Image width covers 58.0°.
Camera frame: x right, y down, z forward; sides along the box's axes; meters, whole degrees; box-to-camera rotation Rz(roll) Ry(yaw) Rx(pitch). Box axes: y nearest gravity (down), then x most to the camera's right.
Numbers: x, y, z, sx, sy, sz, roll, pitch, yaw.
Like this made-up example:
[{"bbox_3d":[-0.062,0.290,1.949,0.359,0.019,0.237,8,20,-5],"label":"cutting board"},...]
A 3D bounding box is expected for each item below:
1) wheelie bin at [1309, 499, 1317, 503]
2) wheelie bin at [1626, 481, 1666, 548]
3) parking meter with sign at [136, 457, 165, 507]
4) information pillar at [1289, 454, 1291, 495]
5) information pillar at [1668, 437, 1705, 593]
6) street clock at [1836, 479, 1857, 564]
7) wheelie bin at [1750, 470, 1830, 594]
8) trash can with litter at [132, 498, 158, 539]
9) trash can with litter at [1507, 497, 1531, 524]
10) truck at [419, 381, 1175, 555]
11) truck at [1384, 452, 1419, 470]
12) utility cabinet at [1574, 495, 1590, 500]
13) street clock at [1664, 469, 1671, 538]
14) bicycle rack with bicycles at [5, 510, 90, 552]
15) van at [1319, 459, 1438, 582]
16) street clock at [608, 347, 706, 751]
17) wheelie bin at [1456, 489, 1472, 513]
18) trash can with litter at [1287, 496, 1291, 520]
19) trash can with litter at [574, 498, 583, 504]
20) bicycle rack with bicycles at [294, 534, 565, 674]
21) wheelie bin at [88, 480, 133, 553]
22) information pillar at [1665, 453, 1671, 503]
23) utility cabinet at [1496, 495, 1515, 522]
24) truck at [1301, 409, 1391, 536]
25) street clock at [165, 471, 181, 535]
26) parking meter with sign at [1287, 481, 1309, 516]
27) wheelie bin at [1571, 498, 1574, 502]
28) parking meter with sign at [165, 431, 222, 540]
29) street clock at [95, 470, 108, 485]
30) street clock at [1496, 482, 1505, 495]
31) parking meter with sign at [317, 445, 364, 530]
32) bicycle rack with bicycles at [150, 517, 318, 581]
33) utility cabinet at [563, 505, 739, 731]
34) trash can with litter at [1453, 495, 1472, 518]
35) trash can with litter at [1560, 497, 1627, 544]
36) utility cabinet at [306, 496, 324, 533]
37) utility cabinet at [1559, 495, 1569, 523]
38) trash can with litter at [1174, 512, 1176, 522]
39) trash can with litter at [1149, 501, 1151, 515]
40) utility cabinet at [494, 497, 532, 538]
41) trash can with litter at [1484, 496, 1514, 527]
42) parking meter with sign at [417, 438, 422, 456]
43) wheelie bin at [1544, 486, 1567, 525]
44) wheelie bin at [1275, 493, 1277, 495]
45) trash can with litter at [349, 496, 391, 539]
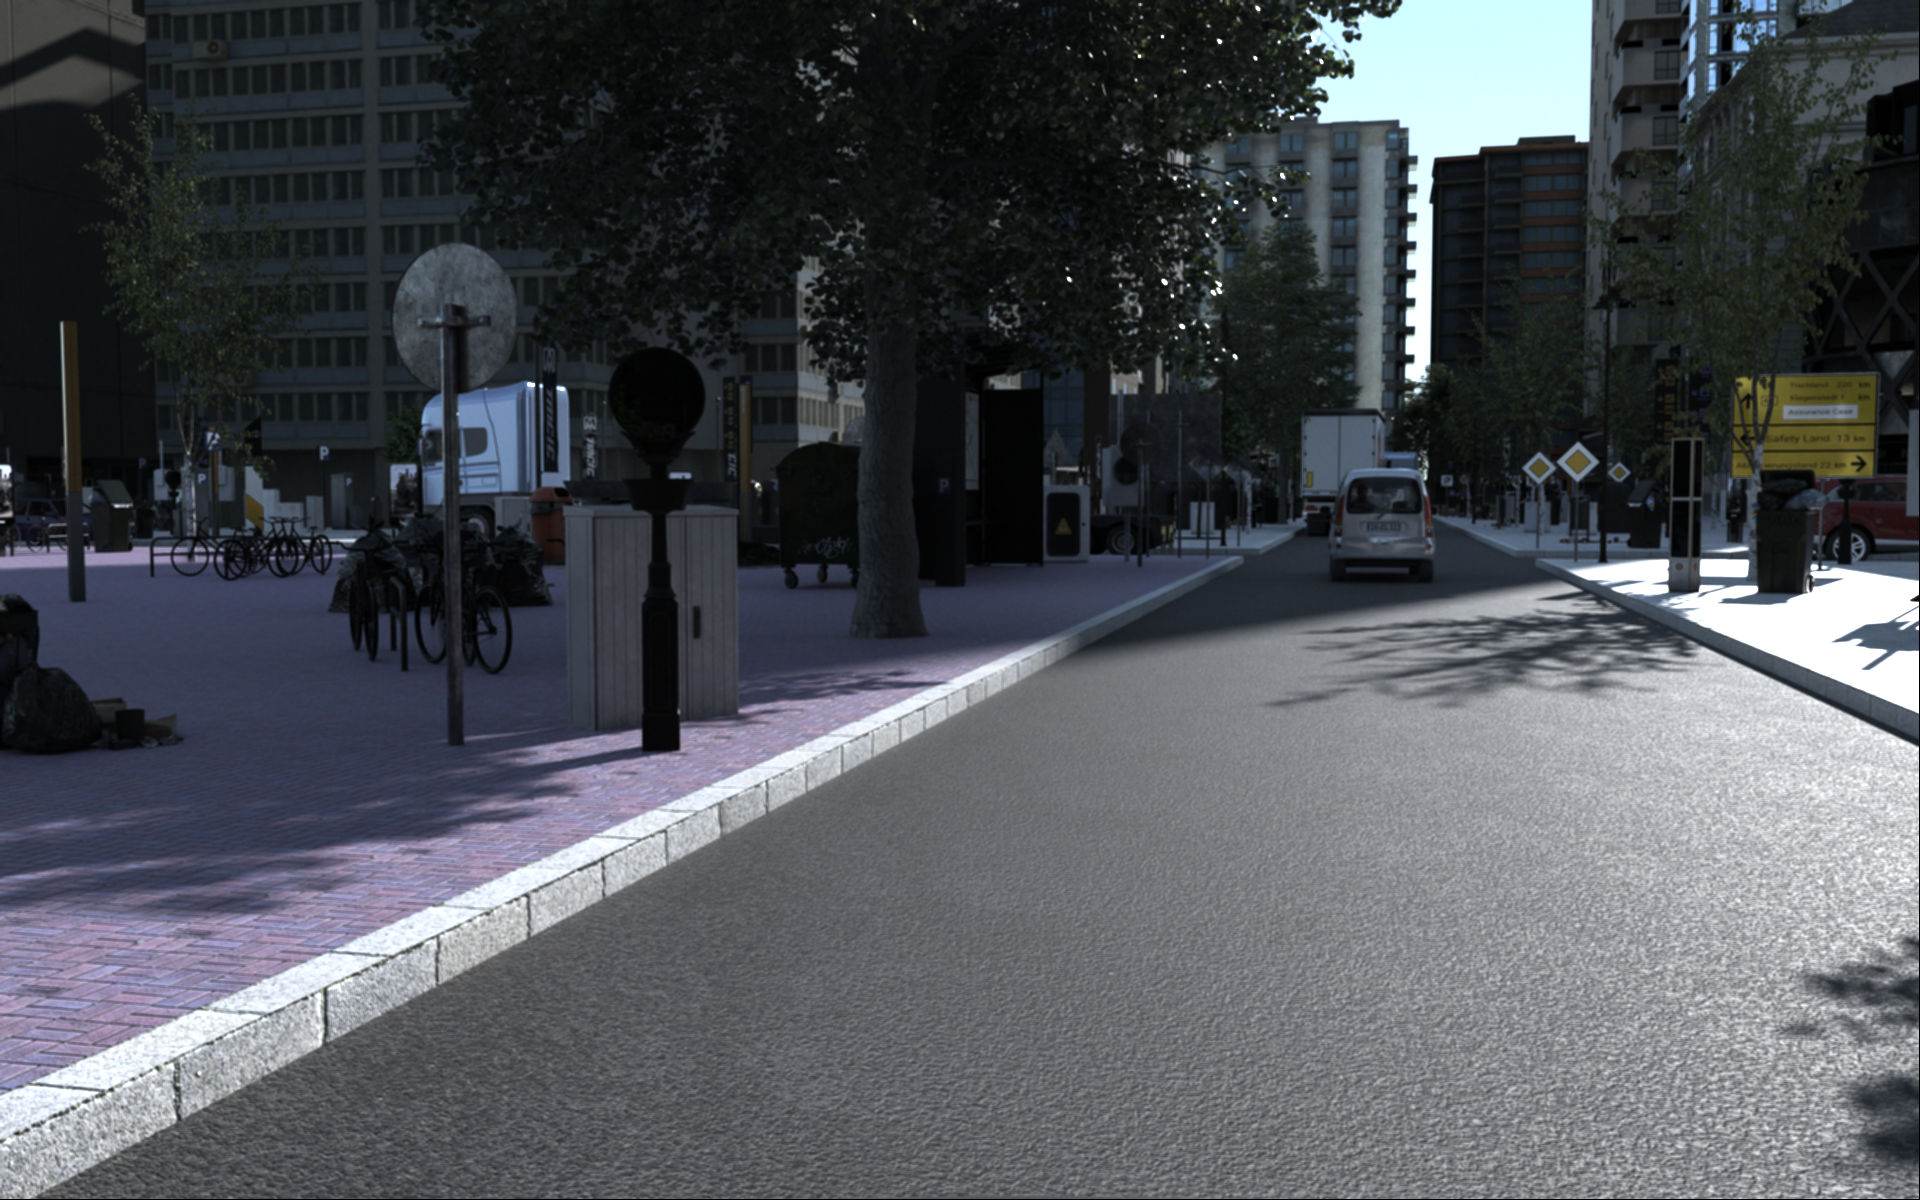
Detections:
[{"bbox_3d":[22.832,-6.379,112.199,0.693,1.594,0.980,1,4,16],"label":"wheelie bin"},{"bbox_3d":[16.298,-2.034,41.163,0.693,1.594,0.980,-1,4,-13],"label":"wheelie bin"},{"bbox_3d":[-38.176,-5.259,82.247,1.738,3.016,0.543,1,4,19],"label":"parking meter with sign"},{"bbox_3d":[18.601,-6.502,97.666,0.183,3.616,0.504,1,4,14],"label":"information pillar"},{"bbox_3d":[9.477,-1.108,22.613,0.304,2.012,0.304,-3,5,-42],"label":"information pillar"},{"bbox_3d":[16.179,-1.654,31.618,0.471,2.002,0.358,3,5,42],"label":"street clock"},{"bbox_3d":[10.752,-0.893,22.502,0.980,1.594,0.693,3,4,36],"label":"wheelie bin"},{"bbox_3d":[-23.434,-2.315,49.238,1.055,1.170,0.624,-3,5,-42],"label":"trash can with litter"},{"bbox_3d":[24.150,-3.870,74.658,1.055,1.170,0.624,0,4,1],"label":"trash can with litter"},{"bbox_3d":[-4.458,-3.124,40.829,18.799,4.110,2.967,1,4,14],"label":"truck"},{"bbox_3d":[26.773,-7.083,105.564,2.967,4.110,18.799,1,4,14],"label":"truck"},{"bbox_3d":[32.884,-4.916,91.531,1.020,1.237,0.306,-2,4,-34],"label":"utility cabinet"},{"bbox_3d":[20.876,-2.835,50.931,0.358,2.002,0.471,1,4,14],"label":"street clock"},{"bbox_3d":[-21.042,-1.551,38.737,2.852,0.926,2.925,0,4,1],"label":"bicycle rack with bicycles"},{"bbox_3d":[7.187,-1.386,29.681,2.013,2.044,4.112,1,4,12],"label":"van"},{"bbox_3d":[-1.506,-0.251,8.677,0.471,2.002,0.358,-1,4,-8],"label":"street clock"},{"bbox_3d":[31.440,-6.135,108.209,0.980,1.594,0.693,0,4,2],"label":"wheelie bin"},{"bbox_3d":[15.961,-4.586,86.365,1.055,1.170,0.624,0,4,1],"label":"trash can with litter"},{"bbox_3d":[-12.667,-2.928,58.935,2.233,1.210,1.678,-3,5,-42],"label":"trash can with litter"},{"bbox_3d":[-3.582,-0.006,13.475,2.852,0.926,2.925,-1,4,-19],"label":"bicycle rack with bicycles"},{"bbox_3d":[-18.772,-1.854,38.226,0.693,1.594,0.980,1,4,20],"label":"wheelie bin"},{"bbox_3d":[36.004,-5.913,88.039,0.183,3.616,0.504,0,4,3],"label":"information pillar"},{"bbox_3d":[24.754,-4.123,78.580,0.306,1.237,1.020,-1,4,-17],"label":"utility cabinet"},{"bbox_3d":[13.969,-4.498,62.457,2.839,4.237,11.283,1,4,15],"label":"truck"},{"bbox_3d":[-24.468,-3.018,53.922,0.358,2.002,0.471,1,4,18],"label":"street clock"},{"bbox_3d":[19.068,-6.279,98.928,1.738,3.016,0.543,2,4,24],"label":"parking meter with sign"},{"bbox_3d":[35.516,-5.676,100.703,0.980,1.594,0.693,3,5,41],"label":"wheelie bin"},{"bbox_3d":[-21.430,-3.197,48.525,1.738,3.016,0.543,2,4,32],"label":"parking meter with sign"},{"bbox_3d":[-25.369,-2.855,51.246,0.358,2.002,0.471,-1,4,-9],"label":"street clock"},{"bbox_3d":[29.760,-5.549,95.301,0.471,2.002,0.358,-1,4,-9],"label":"street clock"},{"bbox_3d":[-22.121,-4.019,61.966,1.738,3.016,0.543,2,4,24],"label":"parking meter with sign"},{"bbox_3d":[-11.096,-0.842,27.152,2.852,0.926,2.925,2,4,31],"label":"bicycle rack with bicycles"},{"bbox_3d":[-1.722,0.084,9.791,0.306,1.237,1.020,3,5,42],"label":"utility cabinet"},{"bbox_3d":[28.042,-5.163,95.468,1.678,1.210,2.233,1,4,22],"label":"trash can with litter"},{"bbox_3d":[16.717,-2.110,45.561,2.233,1.210,1.678,-1,4,-10],"label":"trash can with litter"},{"bbox_3d":[-21.385,-2.831,57.442,0.306,1.237,1.020,-3,4,-36],"label":"utility cabinet"},{"bbox_3d":[26.968,-4.104,78.267,1.020,1.237,0.306,1,4,12],"label":"utility cabinet"},{"bbox_3d":[9.885,-4.213,79.943,2.233,1.210,1.678,-2,4,-33],"label":"trash can with litter"},{"bbox_3d":[10.769,-5.253,97.270,1.055,1.170,0.624,3,4,36],"label":"trash can with litter"},{"bbox_3d":[-9.678,-1.636,37.905,0.306,1.237,1.020,2,4,35],"label":"utility cabinet"},{"bbox_3d":[21.812,-3.553,69.151,1.678,1.210,2.233,1,4,23],"label":"trash can with litter"},{"bbox_3d":[-16.561,-3.496,53.427,0.543,3.016,1.738,-1,4,-10],"label":"parking meter with sign"},{"bbox_3d":[24.484,-3.897,71.629,0.980,1.594,0.693,-3,5,-44],"label":"wheelie bin"},{"bbox_3d":[19.443,-6.117,107.923,0.693,1.594,0.980,0,4,-1],"label":"wheelie bin"},{"bbox_3d":[-17.184,-2.410,50.468,1.678,1.210,2.233,0,4,-5],"label":"trash can with litter"}]
